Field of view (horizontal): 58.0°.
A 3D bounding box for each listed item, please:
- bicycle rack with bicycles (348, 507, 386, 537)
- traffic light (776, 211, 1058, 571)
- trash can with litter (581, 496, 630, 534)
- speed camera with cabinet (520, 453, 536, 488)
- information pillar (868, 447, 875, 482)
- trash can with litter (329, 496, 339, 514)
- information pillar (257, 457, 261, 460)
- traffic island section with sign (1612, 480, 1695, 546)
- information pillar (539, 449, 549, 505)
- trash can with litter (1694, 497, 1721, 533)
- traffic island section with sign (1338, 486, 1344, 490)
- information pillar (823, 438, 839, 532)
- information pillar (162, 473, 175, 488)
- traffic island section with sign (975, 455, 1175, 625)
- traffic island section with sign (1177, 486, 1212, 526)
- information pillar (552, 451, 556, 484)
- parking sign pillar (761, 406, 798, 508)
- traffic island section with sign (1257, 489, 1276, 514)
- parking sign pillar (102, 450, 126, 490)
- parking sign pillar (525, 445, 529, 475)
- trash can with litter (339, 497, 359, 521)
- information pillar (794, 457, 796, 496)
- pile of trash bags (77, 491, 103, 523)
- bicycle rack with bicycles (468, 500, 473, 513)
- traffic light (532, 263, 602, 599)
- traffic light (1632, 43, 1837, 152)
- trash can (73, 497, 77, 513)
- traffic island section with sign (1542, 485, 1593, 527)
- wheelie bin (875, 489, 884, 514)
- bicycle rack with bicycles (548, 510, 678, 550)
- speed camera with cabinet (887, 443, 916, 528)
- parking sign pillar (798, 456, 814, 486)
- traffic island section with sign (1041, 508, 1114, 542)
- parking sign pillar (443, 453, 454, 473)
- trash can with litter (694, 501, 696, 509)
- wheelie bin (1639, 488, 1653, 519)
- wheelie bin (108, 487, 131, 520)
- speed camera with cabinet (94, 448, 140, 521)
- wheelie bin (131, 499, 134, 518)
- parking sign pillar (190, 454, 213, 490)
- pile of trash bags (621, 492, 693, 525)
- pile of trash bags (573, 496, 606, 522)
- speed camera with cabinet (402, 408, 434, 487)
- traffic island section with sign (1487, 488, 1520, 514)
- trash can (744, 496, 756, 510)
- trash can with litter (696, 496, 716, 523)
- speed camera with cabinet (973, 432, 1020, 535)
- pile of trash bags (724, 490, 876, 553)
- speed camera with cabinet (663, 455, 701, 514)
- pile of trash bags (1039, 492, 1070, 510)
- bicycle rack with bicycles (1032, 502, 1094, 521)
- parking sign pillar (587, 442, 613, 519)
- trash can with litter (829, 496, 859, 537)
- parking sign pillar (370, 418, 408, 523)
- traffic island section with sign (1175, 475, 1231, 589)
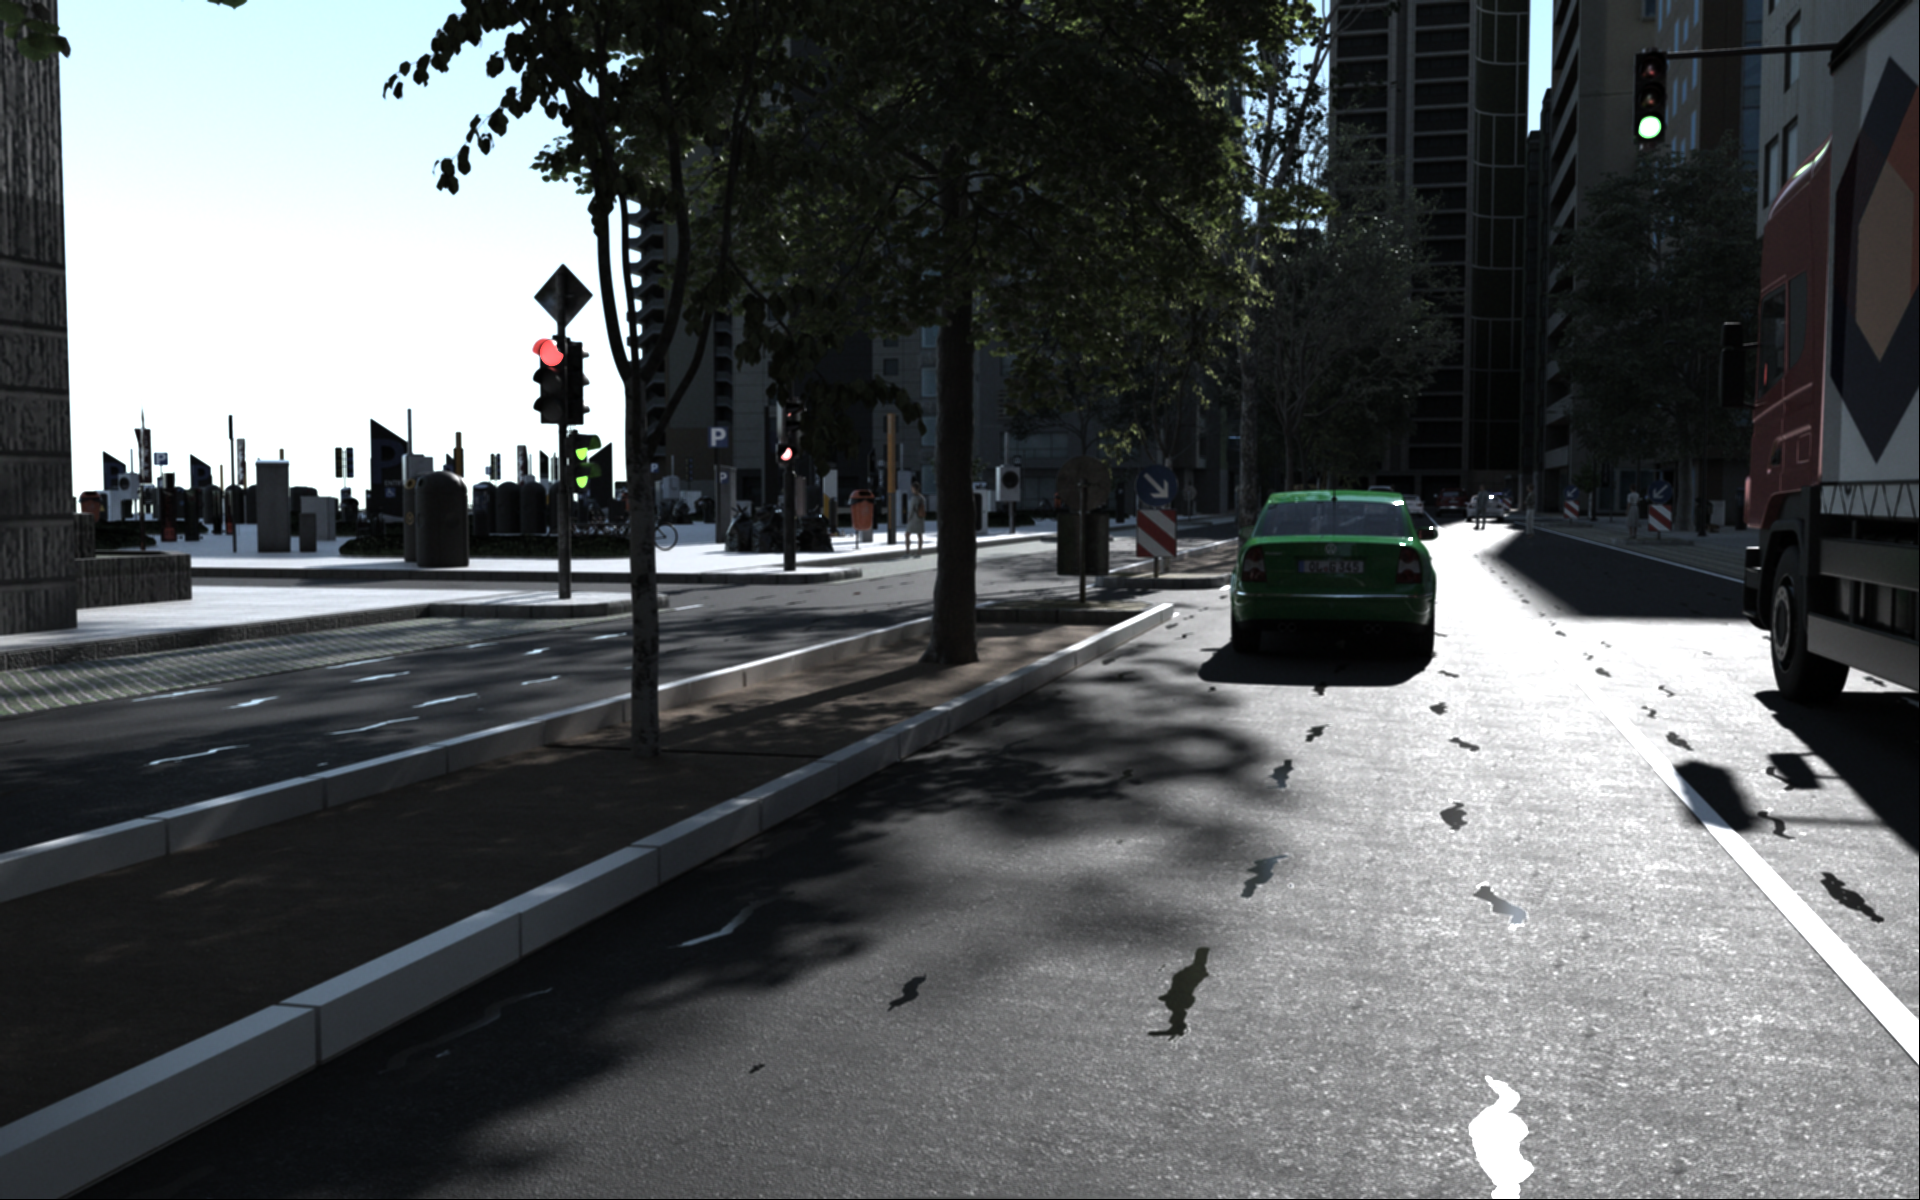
[{"bbox_3d":[-15.386,-2.055,46.984,2.852,0.926,2.925,0,4,-3],"label":"bicycle rack with bicycles"},{"bbox_3d":[-0.785,-3.285,28.382,4.771,5.953,1.251,1,4,14],"label":"traffic light"},{"bbox_3d":[-10.792,-2.531,52.441,2.233,1.210,1.678,-1,4,-23],"label":"trash can with litter"},{"bbox_3d":[-21.470,-5.526,84.678,0.660,3.252,2.038,-3,5,-41],"label":"speed camera with cabinet"},{"bbox_3d":[-4.396,-5.799,86.174,0.183,3.616,0.504,2,4,33],"label":"information pillar"},{"bbox_3d":[-29.958,-4.312,81.562,2.233,1.210,1.678,-3,4,-36],"label":"trash can with litter"},{"bbox_3d":[-43.861,-7.176,108.682,0.504,3.616,0.183,2,4,26],"label":"information pillar"},{"bbox_3d":[19.538,-2.463,48.900,1.989,1.847,2.006,1,4,14],"label":"traffic island section with sign"},{"bbox_3d":[-21.610,-6.033,89.992,0.504,3.616,0.183,-2,4,-26],"label":"information pillar"},{"bbox_3d":[25.018,-2.841,57.842,0.624,1.170,1.055,-1,4,-15],"label":"trash can with litter"},{"bbox_3d":[21.979,-5.610,99.862,2.006,1.907,1.989,1,4,14],"label":"traffic island section with sign"},{"bbox_3d":[-4.370,-4.110,58.560,0.504,3.616,0.183,-1,4,-20],"label":"information pillar"},{"bbox_3d":[-27.163,-3.364,59.489,0.304,2.012,0.304,-3,5,-42],"label":"information pillar"},{"bbox_3d":[1.302,-0.722,19.938,2.006,1.907,1.989,1,4,14],"label":"traffic island section with sign"},{"bbox_3d":[10.555,-4.337,79.540,1.989,1.847,2.006,1,4,14],"label":"traffic island section with sign"},{"bbox_3d":[-22.321,-6.357,95.288,0.183,3.616,0.504,-2,4,-31],"label":"information pillar"},{"bbox_3d":[-5.921,-4.001,53.888,1.447,3.967,1.447,-1,4,-11],"label":"parking sign pillar"},{"bbox_3d":[22.949,-7.268,127.461,1.989,1.847,2.006,1,4,14],"label":"traffic island section with sign"},{"bbox_3d":[-52.004,-7.227,106.629,1.447,3.967,1.447,-2,4,-33],"label":"parking sign pillar"},{"bbox_3d":[-23.932,-6.518,95.039,1.447,3.967,1.447,-1,4,-18],"label":"parking sign pillar"},{"bbox_3d":[-20.985,-2.951,59.641,0.624,1.170,1.055,-1,4,-10],"label":"trash can with litter"},{"bbox_3d":[-7.887,-5.570,82.416,0.183,3.616,0.504,0,4,-2],"label":"information pillar"},{"bbox_3d":[-26.234,-2.409,49.146,3.447,1.369,1.912,-2,4,-34],"label":"pile of trash bags"},{"bbox_3d":[-29.876,-5.473,102.862,2.852,0.926,2.925,2,4,30],"label":"bicycle rack with bicycles"},{"bbox_3d":[-4.833,-1.971,21.141,0.839,4.253,0.868,1,4,14],"label":"traffic light"},{"bbox_3d":[9.207,-2.613,17.394,4.771,5.953,1.251,1,4,14],"label":"traffic light"},{"bbox_3d":[-50.637,-5.319,98.616,0.748,1.137,0.748,0,3,0],"label":"trash can"},{"bbox_3d":[26.293,-4.059,74.998,1.989,1.847,2.006,1,4,14],"label":"traffic island section with sign"},{"bbox_3d":[-4.809,-5.563,98.865,0.980,1.594,0.693,0,4,-5],"label":"wheelie bin"},{"bbox_3d":[-7.877,-1.582,39.240,2.925,0.926,2.852,-1,4,-14],"label":"bicycle rack with bicycles"},{"bbox_3d":[-2.243,-4.435,66.854,0.660,3.252,2.038,1,4,15],"label":"speed camera with cabinet"},{"bbox_3d":[-9.443,-7.276,107.430,1.447,3.967,1.447,-1,4,-10],"label":"parking sign pillar"},{"bbox_3d":[3.625,-2.699,52.763,1.989,1.847,2.006,1,4,14],"label":"traffic island section with sign"},{"bbox_3d":[-33.297,-7.646,113.489,1.447,3.967,1.447,2,4,35],"label":"parking sign pillar"},{"bbox_3d":[-12.748,-4.415,83.571,1.055,1.170,0.624,2,4,23],"label":"trash can with litter"},{"bbox_3d":[35.145,-4.953,88.887,0.693,1.594,0.980,-1,4,-11],"label":"wheelie bin"},{"bbox_3d":[-39.355,-4.444,80.570,0.693,1.594,0.980,2,4,28],"label":"wheelie bin"},{"bbox_3d":[-36.398,-4.918,74.737,2.038,3.252,0.660,1,4,19],"label":"speed camera with cabinet"},{"bbox_3d":[-44.451,-5.147,92.063,0.693,1.594,0.980,2,4,24],"label":"wheelie bin"},{"bbox_3d":[-50.324,-7.733,114.912,1.447,3.967,1.447,-3,4,-38],"label":"parking sign pillar"},{"bbox_3d":[-12.833,-3.930,74.004,1.912,1.369,3.447,-2,4,-34],"label":"pile of trash bags"},{"bbox_3d":[-16.838,-4.311,80.238,3.447,1.369,1.912,-1,4,-9],"label":"pile of trash bags"},{"bbox_3d":[-12.176,-2.765,39.539,0.660,3.252,2.038,-2,4,-32],"label":"speed camera with cabinet"},{"bbox_3d":[38.792,-7.018,123.367,1.989,1.847,2.006,1,4,14],"label":"traffic island section with sign"},{"bbox_3d":[-12.902,-5.805,106.560,0.748,1.137,0.748,0,3,0],"label":"trash can"},{"bbox_3d":[-10.888,-3.949,75.955,0.624,1.170,1.055,2,4,34],"label":"trash can with litter"},{"bbox_3d":[0.862,-3.710,54.993,2.038,3.252,0.660,-1,4,-13],"label":"speed camera with cabinet"},{"bbox_3d":[-3.485,-1.794,39.090,3.447,1.369,1.912,-2,4,-30],"label":"pile of trash bags"},{"bbox_3d":[-14.258,-5.781,88.857,2.038,3.252,0.660,-3,5,-44],"label":"speed camera with cabinet"},{"bbox_3d":[5.283,-5.225,95.189,1.912,1.369,3.447,0,4,-2],"label":"pile of trash bags"},{"bbox_3d":[5.052,-4.296,83.617,2.925,0.926,2.852,0,4,8],"label":"bicycle rack with bicycles"},{"bbox_3d":[-18.541,-6.154,89.097,1.447,3.967,1.447,-3,5,-39],"label":"parking sign pillar"},{"bbox_3d":[-3.693,-2.531,52.446,1.678,1.210,2.233,0,4,2],"label":"trash can with litter"},{"bbox_3d":[-20.101,-4.442,61.095,1.447,3.967,1.447,-1,4,-14],"label":"parking sign pillar"},{"bbox_3d":[3.166,-1.160,27.107,2.006,1.907,1.989,1,4,14],"label":"traffic island section with sign"}]
